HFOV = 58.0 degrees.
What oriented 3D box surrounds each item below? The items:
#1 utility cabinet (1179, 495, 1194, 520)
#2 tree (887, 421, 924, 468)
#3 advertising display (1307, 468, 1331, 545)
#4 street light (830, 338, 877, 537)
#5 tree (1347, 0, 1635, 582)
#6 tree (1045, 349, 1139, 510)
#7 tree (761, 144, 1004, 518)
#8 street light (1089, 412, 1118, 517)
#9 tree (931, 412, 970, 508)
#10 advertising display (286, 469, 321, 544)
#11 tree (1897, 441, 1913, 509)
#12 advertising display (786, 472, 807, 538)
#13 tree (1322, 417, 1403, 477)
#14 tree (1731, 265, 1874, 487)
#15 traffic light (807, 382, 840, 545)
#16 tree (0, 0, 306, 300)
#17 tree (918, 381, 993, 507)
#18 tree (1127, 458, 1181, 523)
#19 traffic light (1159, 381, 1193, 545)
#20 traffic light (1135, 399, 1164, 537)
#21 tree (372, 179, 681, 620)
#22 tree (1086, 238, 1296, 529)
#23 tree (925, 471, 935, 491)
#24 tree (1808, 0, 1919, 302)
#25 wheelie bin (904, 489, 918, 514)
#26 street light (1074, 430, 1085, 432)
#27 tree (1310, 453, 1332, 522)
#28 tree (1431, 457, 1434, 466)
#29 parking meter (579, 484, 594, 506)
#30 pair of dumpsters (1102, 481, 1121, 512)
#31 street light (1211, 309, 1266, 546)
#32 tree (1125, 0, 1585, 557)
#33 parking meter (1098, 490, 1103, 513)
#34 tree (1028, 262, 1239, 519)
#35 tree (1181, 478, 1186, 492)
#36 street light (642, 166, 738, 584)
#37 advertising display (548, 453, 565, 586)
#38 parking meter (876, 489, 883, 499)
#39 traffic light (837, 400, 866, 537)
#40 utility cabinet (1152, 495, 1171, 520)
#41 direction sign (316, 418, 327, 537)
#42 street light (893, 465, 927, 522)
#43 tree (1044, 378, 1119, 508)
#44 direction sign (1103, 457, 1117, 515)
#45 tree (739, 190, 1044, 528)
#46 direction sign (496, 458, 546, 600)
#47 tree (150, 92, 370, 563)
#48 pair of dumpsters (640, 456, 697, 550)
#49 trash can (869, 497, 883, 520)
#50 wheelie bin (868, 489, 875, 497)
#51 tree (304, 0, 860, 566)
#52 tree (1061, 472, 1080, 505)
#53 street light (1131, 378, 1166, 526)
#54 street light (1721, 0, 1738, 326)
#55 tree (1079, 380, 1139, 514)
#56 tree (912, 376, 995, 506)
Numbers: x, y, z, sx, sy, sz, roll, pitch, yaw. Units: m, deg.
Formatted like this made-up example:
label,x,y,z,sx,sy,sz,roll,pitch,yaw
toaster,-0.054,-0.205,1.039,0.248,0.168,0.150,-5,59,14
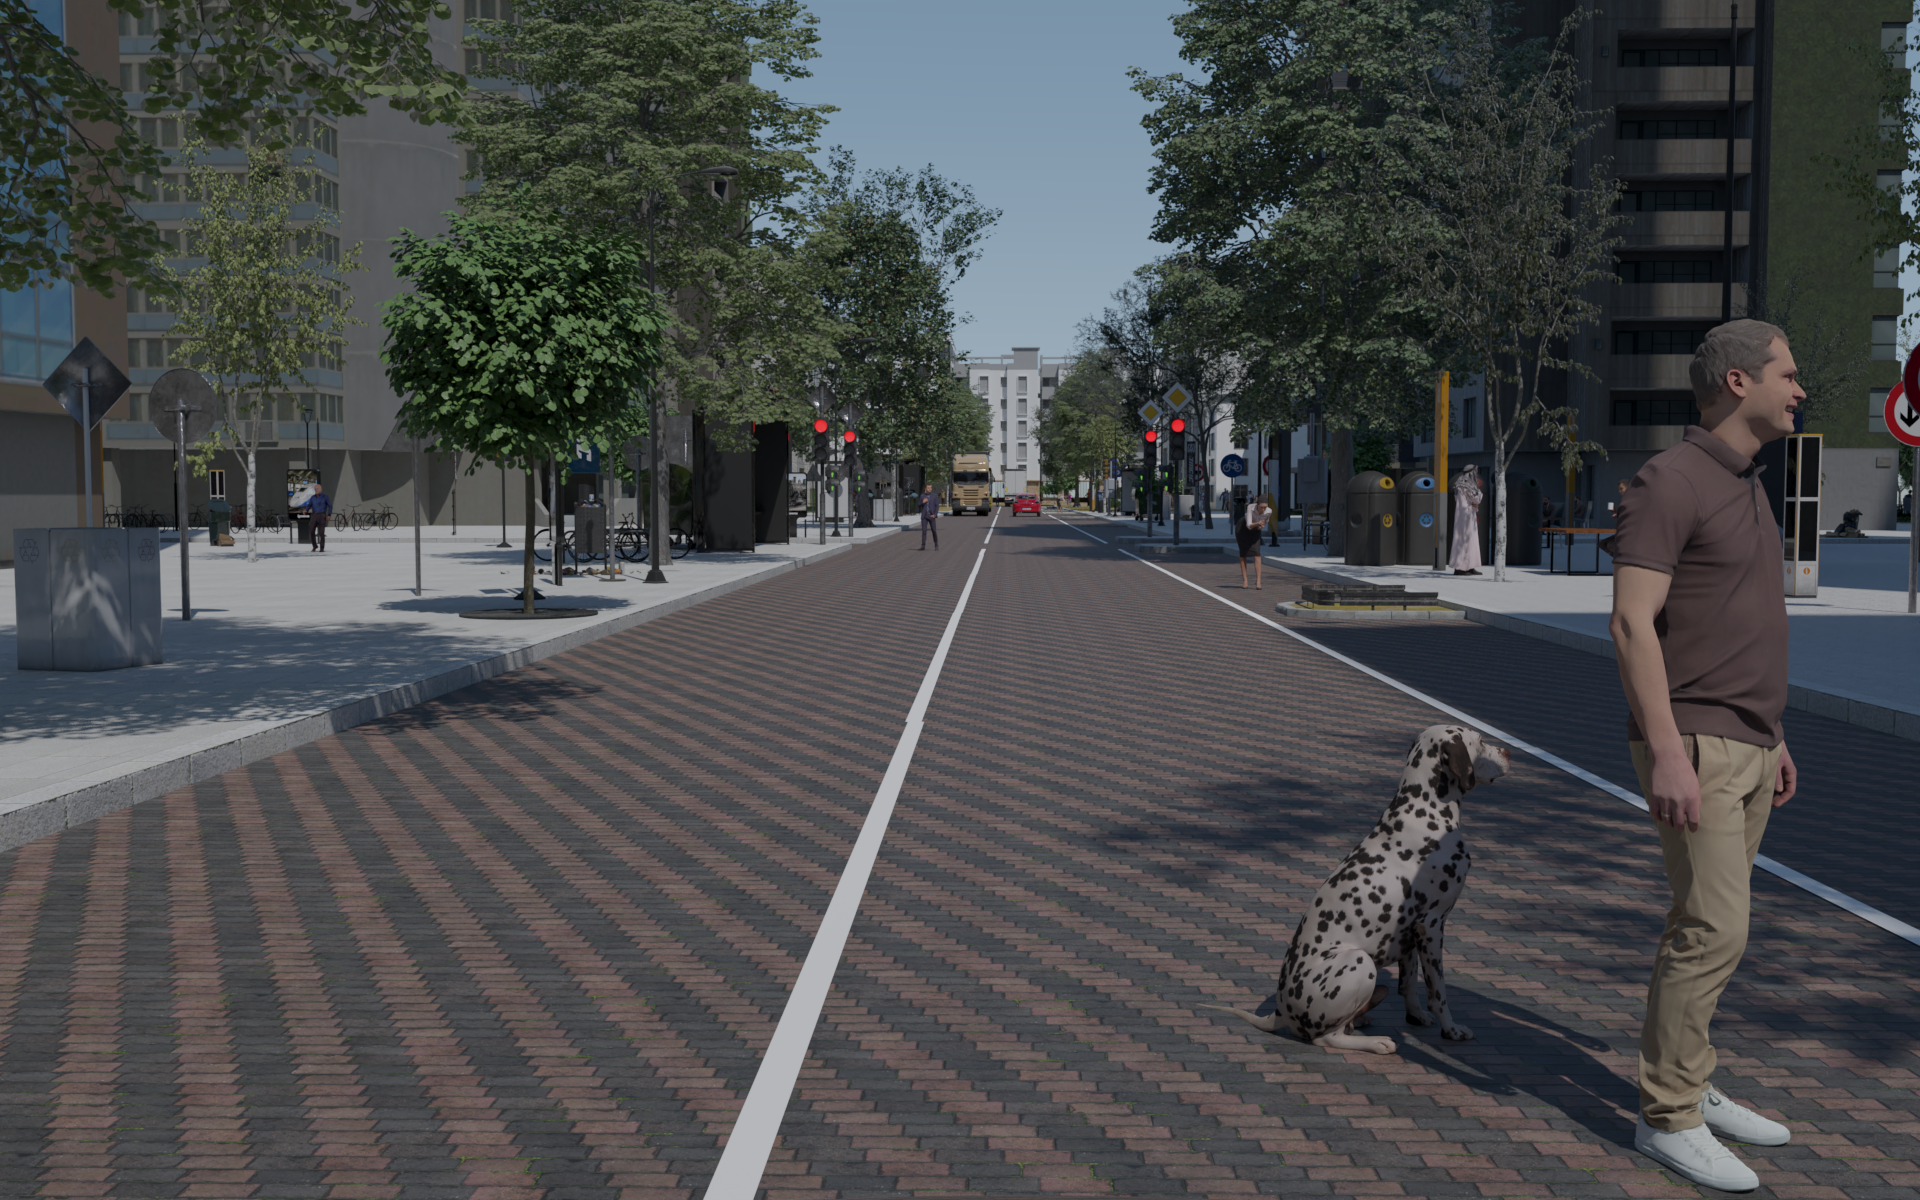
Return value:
label,x,y,z,sx,sy,sz,roll,pitch,yaw
utility cabinet,11.324,-4.641,87.037,1.020,1.237,0.306,-3,5,-39
tree,-3.421,-10.257,118.066,4.737,8.622,4.395,0,3,0
advertising display,9.089,-2.369,43.952,0.123,1.923,0.974,-1,4,-21
street light,-3.165,-4.839,51.652,1.470,5.913,1.316,0,4,2
tree,7.752,-4.555,24.833,4.360,8.622,3.978,0,3,0
tree,10.375,-13.294,135.477,7.486,12.596,7.792,0,3,0
tree,-4.329,-14.585,94.360,12.611,20.169,13.585,0,3,0
street light,8.228,-7.656,97.721,1.470,5.913,1.316,0,4,2
tree,-1.123,-12.519,155.054,4.360,8.622,3.978,0,3,0
advertising display,-16.832,-2.400,44.459,0.974,1.923,0.123,1,4,19
tree,65.198,-9.294,114.871,11.467,7.101,20.602,0,4,3
advertising display,-4.963,-2.786,50.773,0.974,1.923,0.123,0,4,-7
tree,16.760,-5.413,72.211,4.285,4.588,4.351,0,3,0
tree,26.561,-6.434,55.562,4.360,8.622,3.978,0,3,0
traffic light,-3.448,-3.345,43.604,0.839,4.253,0.868,0,4,2
tree,-4.946,-5.485,7.810,7.486,12.596,7.792,0,3,0
tree,-0.197,-15.535,172.123,7.486,12.596,7.792,0,3,0
tree,8.601,-5.099,77.978,1.663,3.219,1.824,0,3,0
traffic light,5.410,-3.331,43.388,0.839,4.253,0.868,0,4,2
traffic light,5.620,-3.820,51.370,0.839,4.253,0.868,0,4,2
tree,-4.568,-2.104,18.115,4.285,4.588,4.351,0,3,0
tree,8.859,-7.883,63.293,7.601,10.594,8.767,2,4,35
tree,-2.927,-7.940,124.412,1.663,3.219,1.824,0,3,0
tree,14.009,-4.486,23.706,4.737,8.622,4.395,0,3,0
wheelie bin,-3.079,-6.087,107.425,0.980,1.594,0.693,1,4,16
street light,9.004,-9.380,125.905,1.470,5.913,1.316,0,4,2
tree,16.600,-5.248,80.412,1.663,3.219,1.824,0,3,0
tree,24.077,-6.050,82.628,4.285,4.588,4.351,0,3,0
parking meter,-9.436,-2.163,43.773,0.372,1.533,0.369,0,3,0
pair of dumpsters,10.776,-7.233,120.748,1.574,2.255,4.437,0,4,1
street light,6.936,-4.320,43.169,1.470,5.913,1.316,0,4,2
tree,7.909,-7.867,35.287,9.857,13.997,8.962,0,3,0
parking meter,9.503,-6.640,116.982,0.372,1.533,0.369,0,3,0
tree,9.908,-11.043,90.920,12.009,13.543,11.850,0,3,0
tree,13.929,-7.203,112.367,1.663,3.219,1.824,0,3,0
street light,-3.842,-3.192,24.730,1.470,5.913,1.316,0,4,2
advertising display,-5.707,-1.179,24.490,0.123,1.923,0.974,-1,4,-19
parking meter,-4.115,-4.934,89.084,0.372,1.533,0.369,0,3,0
traffic light,-3.238,-3.833,51.587,0.839,4.253,0.868,0,4,2
utility cabinet,10.064,-4.628,86.833,1.020,1.237,0.306,2,4,33
direction sign,-19.239,-3.669,51.982,0.379,3.537,0.876,-1,4,-21
street light,-2.390,-6.562,79.837,1.470,5.913,1.316,0,4,2
tree,11.164,-15.188,165.327,9.611,12.733,9.660,0,3,0
direction sign,9.192,-6.989,106.261,0.876,3.537,0.379,0,4,1
tree,-3.746,-9.090,65.625,9.611,12.733,9.660,0,3,0
direction sign,-5.242,-1.774,20.995,0.379,3.537,0.876,3,5,42
tree,-13.283,-5.021,32.463,4.737,8.622,4.395,0,3,0
pair of dumpsters,-6.678,-2.409,41.885,1.574,2.255,4.437,0,4,2
trash can,-4.183,-4.533,85.770,0.748,1.137,0.748,0,3,0
wheelie bin,-5.635,-5.997,105.962,0.693,1.594,0.980,-3,5,-43
tree,-5.829,-6.897,30.895,7.486,12.596,7.792,0,3,0
tree,12.335,-13.103,197.948,4.285,4.588,4.351,0,3,0
street light,7.544,-5.924,69.400,1.470,5.913,1.316,0,4,2
street light,6.083,-2.596,14.986,1.470,5.913,1.316,0,4,2
tree,9.484,-9.854,111.478,4.737,8.622,4.395,0,3,0
tree,-0.822,-17.055,185.512,9.857,13.997,8.962,0,3,0
